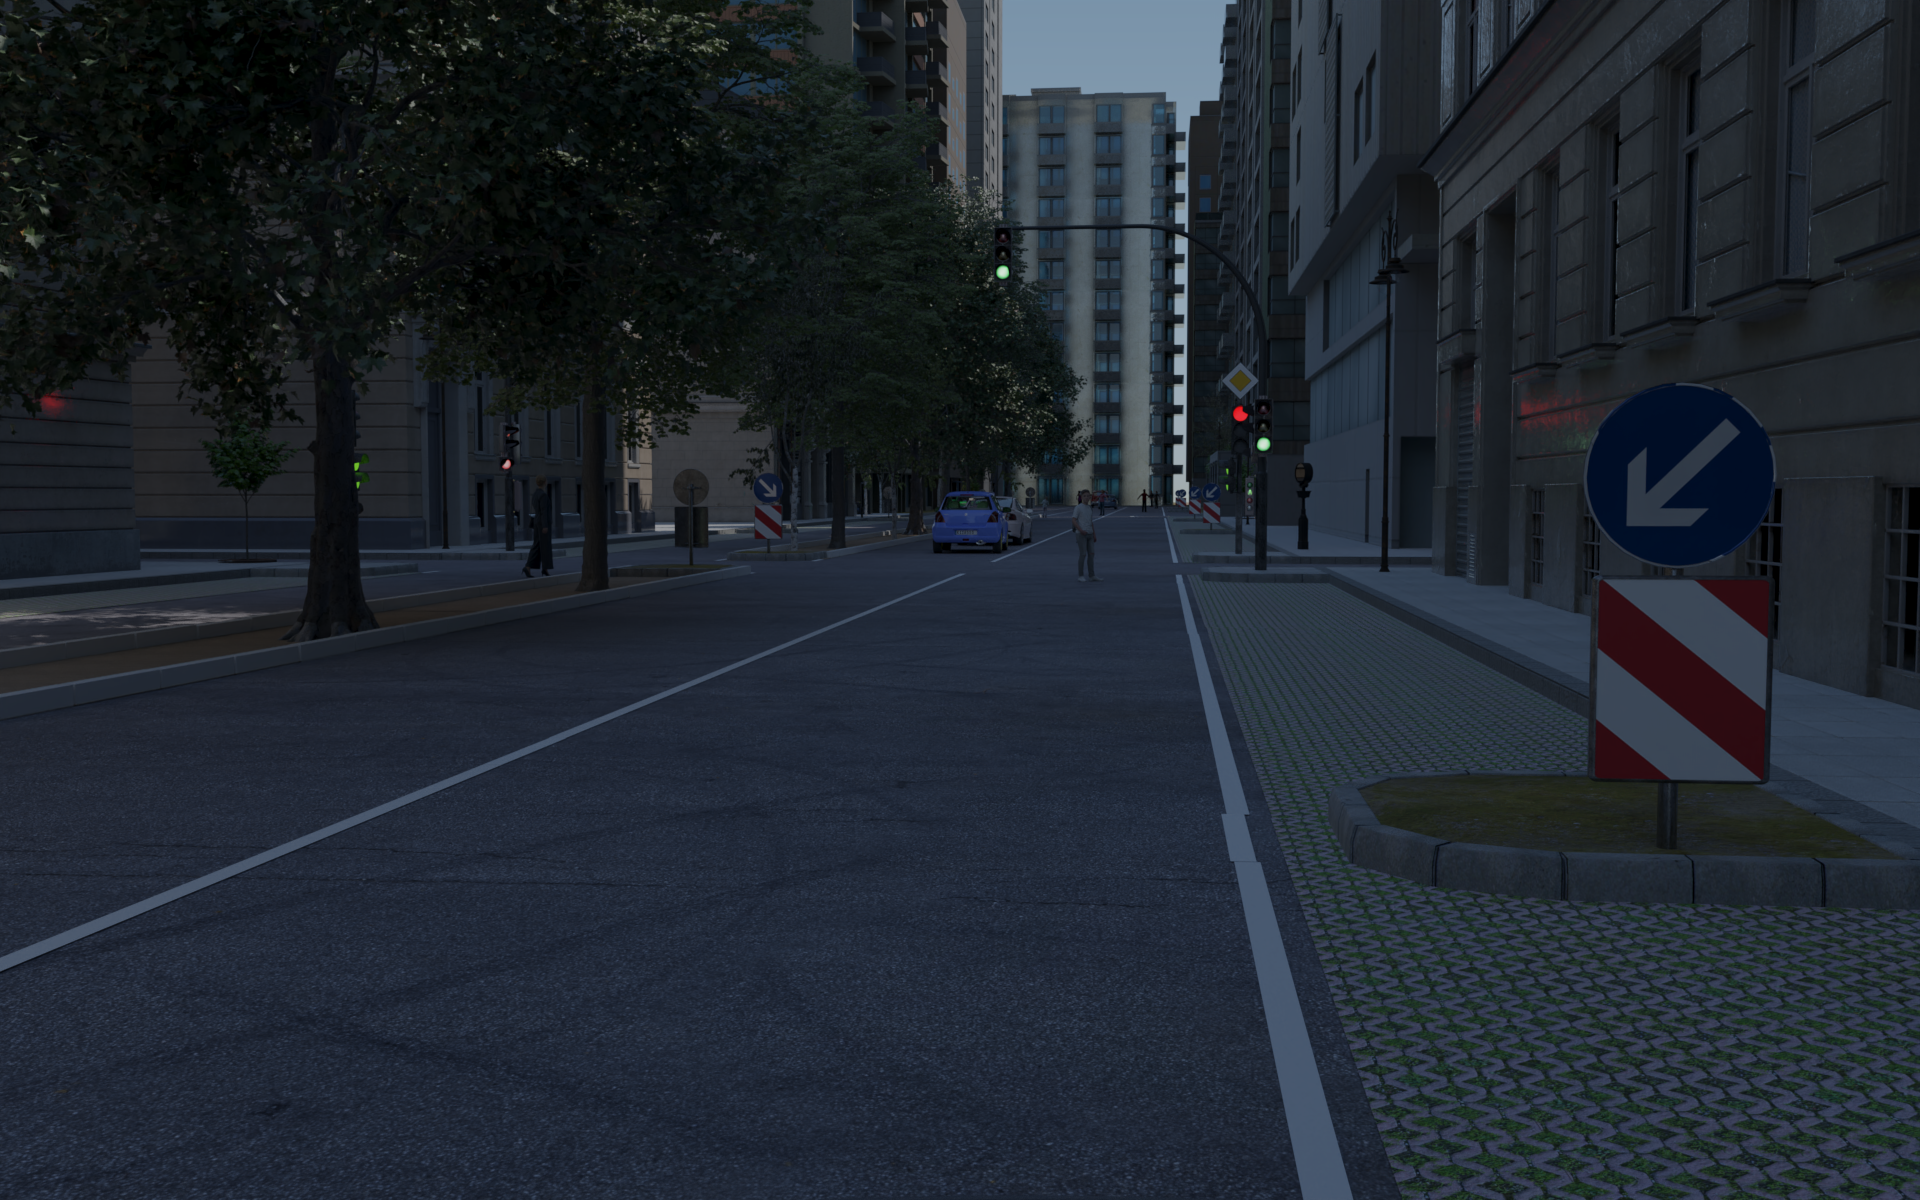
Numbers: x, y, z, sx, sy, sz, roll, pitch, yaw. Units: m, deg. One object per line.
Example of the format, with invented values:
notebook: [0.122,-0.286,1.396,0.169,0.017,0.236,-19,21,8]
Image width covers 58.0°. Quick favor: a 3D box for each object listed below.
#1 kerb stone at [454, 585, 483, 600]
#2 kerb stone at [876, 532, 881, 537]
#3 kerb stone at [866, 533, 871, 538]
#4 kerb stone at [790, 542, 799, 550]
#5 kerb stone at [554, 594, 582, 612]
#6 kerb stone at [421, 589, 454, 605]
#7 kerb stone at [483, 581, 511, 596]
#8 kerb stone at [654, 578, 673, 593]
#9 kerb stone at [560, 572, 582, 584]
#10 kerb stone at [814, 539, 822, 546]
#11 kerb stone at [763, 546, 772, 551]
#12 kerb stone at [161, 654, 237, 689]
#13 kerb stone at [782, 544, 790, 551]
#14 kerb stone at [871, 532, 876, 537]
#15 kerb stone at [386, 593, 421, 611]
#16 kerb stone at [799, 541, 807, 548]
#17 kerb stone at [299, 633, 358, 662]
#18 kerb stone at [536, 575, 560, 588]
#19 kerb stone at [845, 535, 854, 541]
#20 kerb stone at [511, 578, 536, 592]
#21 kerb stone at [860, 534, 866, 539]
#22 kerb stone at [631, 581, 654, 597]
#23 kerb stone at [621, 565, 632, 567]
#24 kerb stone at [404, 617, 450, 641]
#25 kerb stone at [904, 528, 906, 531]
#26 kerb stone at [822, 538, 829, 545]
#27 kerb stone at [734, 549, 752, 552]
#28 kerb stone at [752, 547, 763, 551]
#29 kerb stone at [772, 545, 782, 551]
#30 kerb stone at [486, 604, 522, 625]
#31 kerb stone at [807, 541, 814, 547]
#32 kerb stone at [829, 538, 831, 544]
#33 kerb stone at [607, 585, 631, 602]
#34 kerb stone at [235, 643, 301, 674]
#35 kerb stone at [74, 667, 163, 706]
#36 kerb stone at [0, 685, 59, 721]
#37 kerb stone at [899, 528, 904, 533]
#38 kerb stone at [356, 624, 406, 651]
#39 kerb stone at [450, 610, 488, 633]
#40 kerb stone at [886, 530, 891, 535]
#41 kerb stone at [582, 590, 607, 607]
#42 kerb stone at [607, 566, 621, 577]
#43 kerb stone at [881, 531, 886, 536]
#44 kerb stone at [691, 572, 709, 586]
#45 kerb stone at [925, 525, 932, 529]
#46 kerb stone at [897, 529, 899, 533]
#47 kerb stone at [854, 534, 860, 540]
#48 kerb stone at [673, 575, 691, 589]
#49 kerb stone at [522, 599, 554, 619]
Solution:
kerb stone: [-6.788,-0.087,23.611,0.120,0.150,1.000,0,4,7]
kerb stone: [-2.859,-2.175,57.765,0.120,0.150,1.000,0,4,7]
kerb stone: [-3.086,-2.051,55.733,0.120,0.150,1.000,0,4,7]
kerb stone: [-4.372,-1.363,44.538,0.120,0.150,1.000,0,4,7]
kerb stone: [-4.923,0.052,21.380,0.120,0.150,1.000,0,4,7]
kerb stone: [-6.896,-0.024,22.594,0.120,0.150,1.000,0,4,7]
kerb stone: [-6.661,-0.149,24.625,0.120,0.150,1.000,0,4,7]
kerb stone: [-4.451,-0.198,25.459,0.120,0.150,1.000,0,4,7]
kerb stone: [-6.311,-0.335,27.675,0.120,0.150,1.000,0,4,7]
kerb stone: [-4.027,-1.551,47.588,0.120,0.150,1.000,0,4,7]
kerb stone: [-4.726,-1.179,41.474,0.120,0.150,1.000,0,4,7]
kerb stone: [-5.863,0.554,13.222,0.120,0.150,1.000,0,4,7]
kerb stone: [-4.493,-1.304,43.513,0.120,0.150,1.000,0,4,7]
kerb stone: [-2.965,-2.113,56.748,0.120,0.150,1.000,0,4,7]
kerb stone: [-7.014,0.038,21.579,0.120,0.150,1.000,0,4,7]
kerb stone: [-4.259,-1.429,45.557,0.120,0.150,1.000,0,4,7]
kerb stone: [-5.619,0.427,15.263,0.120,0.150,1.000,0,4,7]
kerb stone: [-6.429,-0.272,26.659,0.120,0.150,1.000,0,4,7]
kerb stone: [-3.443,-1.864,52.677,0.120,0.150,1.000,0,4,7]
kerb stone: [-6.547,-0.211,25.644,0.120,0.150,1.000,0,4,7]
kerb stone: [-3.201,-1.987,54.717,0.120,0.150,1.000,0,4,7]
kerb stone: [-4.566,-0.137,24.443,0.120,0.150,1.000,0,4,7]
kerb stone: [-5.965,-0.520,30.727,0.120,0.150,1.000,0,4,7]
kerb stone: [-5.386,0.299,17.306,0.120,0.150,1.000,0,4,7]
kerb stone: [-2.148,-2.549,63.874,0.120,0.150,1.000,0,4,7]
kerb stone: [-3.910,-1.614,48.604,0.120,0.150,1.000,0,4,7]
kerb stone: [-4.961,-1.054,39.434,0.120,0.150,1.000,0,4,7]
kerb stone: [-4.843,-1.114,40.453,0.120,0.150,1.000,0,4,7]
kerb stone: [-4.609,-1.239,42.493,0.120,0.150,1.000,0,4,7]
kerb stone: [-5.158,0.175,19.342,0.120,0.150,1.000,0,4,7]
kerb stone: [-4.146,-1.489,46.573,0.120,0.150,1.000,0,4,7]
kerb stone: [-3.792,-1.677,49.620,0.120,0.150,1.000,0,4,7]
kerb stone: [-4.690,-0.070,23.418,0.120,0.150,1.000,0,4,7]
kerb stone: [-5.744,0.492,14.242,0.120,0.150,1.000,0,4,7]
kerb stone: [-5.980,0.614,12.207,0.120,0.150,1.000,0,4,7]
kerb stone: [-6.092,0.675,11.181,0.120,0.150,1.000,0,4,7]
kerb stone: [-2.274,-2.481,62.856,0.120,0.150,1.000,0,4,7]
kerb stone: [-5.507,0.362,16.285,0.120,0.150,1.000,0,4,7]
kerb stone: [-5.275,0.241,18.327,0.120,0.150,1.000,0,4,7]
kerb stone: [-2.616,-2.297,59.802,0.120,0.150,1.000,0,4,7]
kerb stone: [-4.809,-0.012,22.397,0.120,0.150,1.000,0,4,7]
kerb stone: [-6.078,-0.460,29.711,0.120,0.150,1.000,0,4,7]
kerb stone: [-2.732,-2.238,58.786,0.120,0.150,1.000,0,4,7]
kerb stone: [-4.218,-0.324,27.498,0.120,0.150,1.000,0,4,7]
kerb stone: [-1.216,-3.047,72.027,0.120,0.150,1.000,0,4,7]
kerb stone: [-2.390,-2.425,61.838,0.120,0.150,1.000,0,4,7]
kerb stone: [-3.322,-1.926,53.697,0.120,0.150,1.000,0,4,7]
kerb stone: [-4.340,-0.262,26.475,0.120,0.150,1.000,0,4,7]
kerb stone: [-5.036,0.114,20.365,0.120,0.150,1.000,0,4,7]
